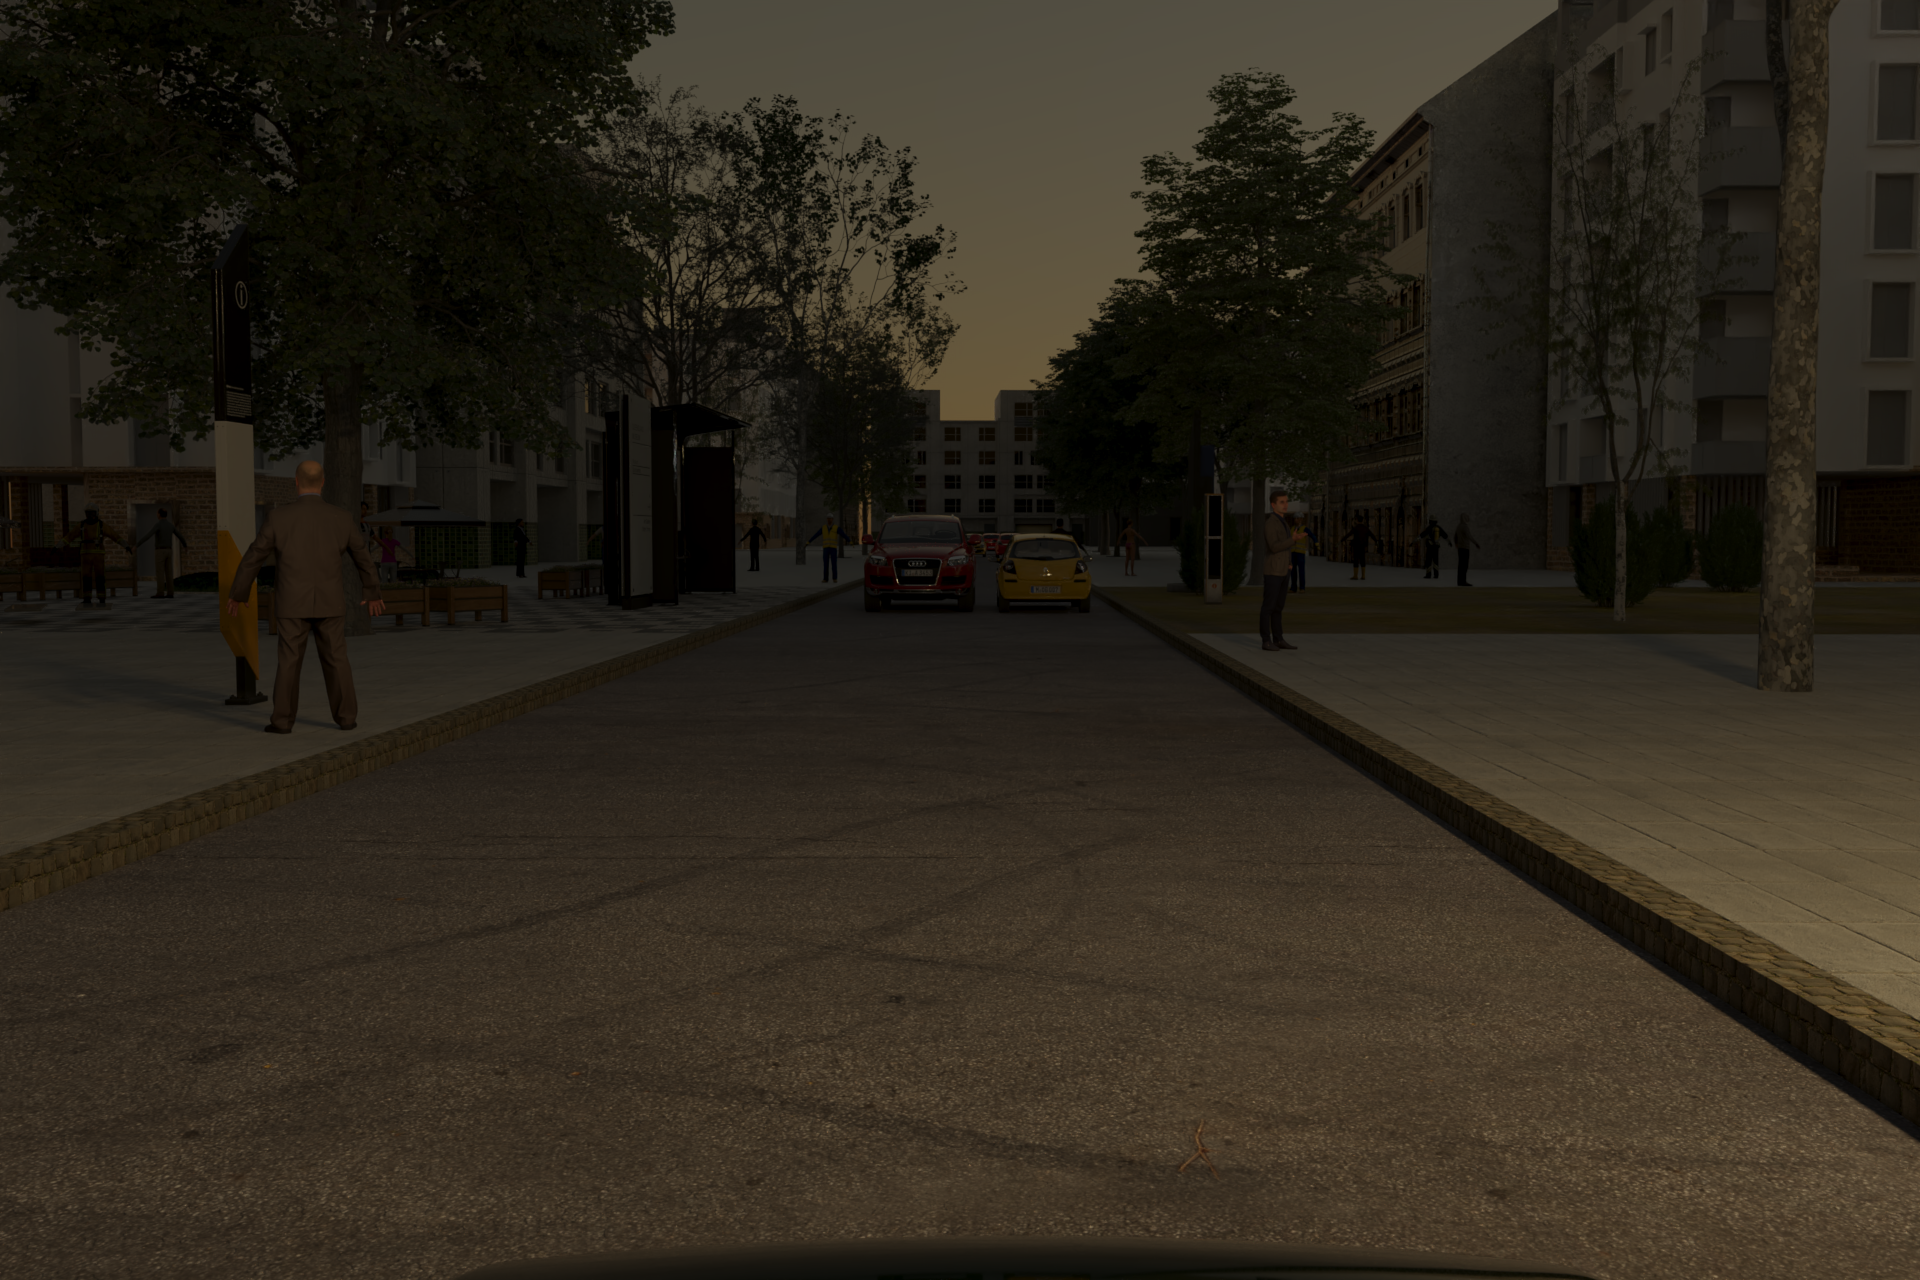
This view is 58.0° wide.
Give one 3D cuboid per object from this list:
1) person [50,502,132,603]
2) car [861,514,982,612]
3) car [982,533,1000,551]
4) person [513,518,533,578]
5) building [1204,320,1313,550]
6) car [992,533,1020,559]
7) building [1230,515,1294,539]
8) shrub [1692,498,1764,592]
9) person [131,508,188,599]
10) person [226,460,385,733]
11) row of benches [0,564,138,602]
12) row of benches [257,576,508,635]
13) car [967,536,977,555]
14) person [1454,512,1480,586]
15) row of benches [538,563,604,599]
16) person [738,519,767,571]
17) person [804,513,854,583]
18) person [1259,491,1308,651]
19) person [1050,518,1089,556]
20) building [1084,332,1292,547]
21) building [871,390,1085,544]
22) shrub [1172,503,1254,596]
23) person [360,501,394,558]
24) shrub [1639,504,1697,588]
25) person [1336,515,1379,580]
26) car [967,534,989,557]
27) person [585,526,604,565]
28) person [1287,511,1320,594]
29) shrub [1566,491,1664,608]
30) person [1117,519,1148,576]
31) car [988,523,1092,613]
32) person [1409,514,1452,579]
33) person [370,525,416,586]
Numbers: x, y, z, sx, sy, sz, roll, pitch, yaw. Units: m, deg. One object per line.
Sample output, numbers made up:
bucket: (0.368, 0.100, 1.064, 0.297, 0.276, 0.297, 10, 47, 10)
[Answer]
person: (-15.668, -1.561, 31.286, 1.354, 1.858, 0.705, -1, 4, -14)
car: (-0.719, -1.520, 33.533, 2.281, 1.827, 5.304, 0, 4, 1)
car: (2.238, -6.938, 122.480, 2.155, 1.783, 4.494, 0, 4, 1)
person: (-12.816, -2.697, 50.820, 0.721, 1.740, 1.216, 0, 4, 8)
building: (26.536, -18.041, 151.386, 16.016, 20.090, 11.380, 0, 4, 2)
car: (2.900, -5.467, 98.433, 2.155, 1.783, 4.494, 0, 4, 1)
building: (29.883, -19.186, 170.108, 16.016, 20.090, 11.380, 0, 4, 2)
shrub: (17.130, -2.095, 38.291, 1.661, 2.075, 1.752, 0, 3, 0)
person: (-15.871, -1.724, 34.465, 0.705, 1.796, 1.348, 2, 4, 24)
person: (-4.260, -0.286, 11.278, 0.990, 1.755, 0.434, -2, 4, -31)
row of benches: (-17.744, -1.129, 33.916, 1.422, 0.672, 4.104, 1, 4, 17)
row of benches: (-7.857, -0.510, 23.801, 1.422, 0.672, 4.104, 2, 4, 33)
car: (-0.108, -4.610, 87.951, 1.945, 1.354, 3.894, 0, 4, 1)
person: (12.429, -2.233, 42.631, 0.705, 1.813, 1.348, 0, 4, -7)
row of benches: (-7.864, -1.249, 35.885, 1.422, 0.672, 4.104, 0, 4, 4)
person: (-7.120, -3.281, 59.830, 0.705, 1.806, 1.347, 3, 5, 39)
person: (-3.434, -2.431, 45.711, 1.349, 1.833, 0.705, 0, 4, 8)
person: (3.624, -0.762, 19.028, 0.617, 1.759, 0.750, -3, 5, -45)
person: (2.401, -2.012, 41.488, 1.346, 1.812, 0.704, 1, 4, 14)
building: (27.653, -21.254, 191.484, 27.936, 21.610, 32.646, 0, 4, 2)
building: (4.719, -21.412, 218.995, 31.486, 18.905, 16.747, 0, 4, -1)
shrub: (5.286, -1.947, 36.256, 1.690, 2.028, 1.600, 0, 3, 0)
person: (-9.839, -1.369, 28.521, 0.704, 1.843, 1.345, 1, 4, 19)
shrub: (16.865, -2.274, 41.597, 1.690, 2.028, 1.600, 0, 3, 0)
person: (11.185, -2.595, 48.565, 1.346, 1.812, 0.704, -1, 4, -17)
car: (0.795, -5.988, 108.130, 2.015, 1.641, 3.980, 0, 4, 1)
person: (-10.427, -2.780, 51.313, 1.347, 1.847, 0.705, 0, 4, -5)
person: (7.261, -1.894, 37.434, 1.216, 1.772, 0.721, 3, 5, 44)
shrub: (11.487, -1.588, 30.380, 1.690, 2.028, 1.600, 0, 3, 0)
person: (5.290, -2.845, 53.319, 0.721, 1.733, 1.217, -3, 5, -44)
car: (1.550, -1.391, 32.968, 2.015, 1.641, 3.980, 0, 4, 0)
person: (13.622, -2.703, 49.976, 1.354, 1.856, 0.705, -1, 4, -14)
person: (-10.095, -1.303, 30.568, 0.991, 1.433, 0.599, -2, 4, -32)
